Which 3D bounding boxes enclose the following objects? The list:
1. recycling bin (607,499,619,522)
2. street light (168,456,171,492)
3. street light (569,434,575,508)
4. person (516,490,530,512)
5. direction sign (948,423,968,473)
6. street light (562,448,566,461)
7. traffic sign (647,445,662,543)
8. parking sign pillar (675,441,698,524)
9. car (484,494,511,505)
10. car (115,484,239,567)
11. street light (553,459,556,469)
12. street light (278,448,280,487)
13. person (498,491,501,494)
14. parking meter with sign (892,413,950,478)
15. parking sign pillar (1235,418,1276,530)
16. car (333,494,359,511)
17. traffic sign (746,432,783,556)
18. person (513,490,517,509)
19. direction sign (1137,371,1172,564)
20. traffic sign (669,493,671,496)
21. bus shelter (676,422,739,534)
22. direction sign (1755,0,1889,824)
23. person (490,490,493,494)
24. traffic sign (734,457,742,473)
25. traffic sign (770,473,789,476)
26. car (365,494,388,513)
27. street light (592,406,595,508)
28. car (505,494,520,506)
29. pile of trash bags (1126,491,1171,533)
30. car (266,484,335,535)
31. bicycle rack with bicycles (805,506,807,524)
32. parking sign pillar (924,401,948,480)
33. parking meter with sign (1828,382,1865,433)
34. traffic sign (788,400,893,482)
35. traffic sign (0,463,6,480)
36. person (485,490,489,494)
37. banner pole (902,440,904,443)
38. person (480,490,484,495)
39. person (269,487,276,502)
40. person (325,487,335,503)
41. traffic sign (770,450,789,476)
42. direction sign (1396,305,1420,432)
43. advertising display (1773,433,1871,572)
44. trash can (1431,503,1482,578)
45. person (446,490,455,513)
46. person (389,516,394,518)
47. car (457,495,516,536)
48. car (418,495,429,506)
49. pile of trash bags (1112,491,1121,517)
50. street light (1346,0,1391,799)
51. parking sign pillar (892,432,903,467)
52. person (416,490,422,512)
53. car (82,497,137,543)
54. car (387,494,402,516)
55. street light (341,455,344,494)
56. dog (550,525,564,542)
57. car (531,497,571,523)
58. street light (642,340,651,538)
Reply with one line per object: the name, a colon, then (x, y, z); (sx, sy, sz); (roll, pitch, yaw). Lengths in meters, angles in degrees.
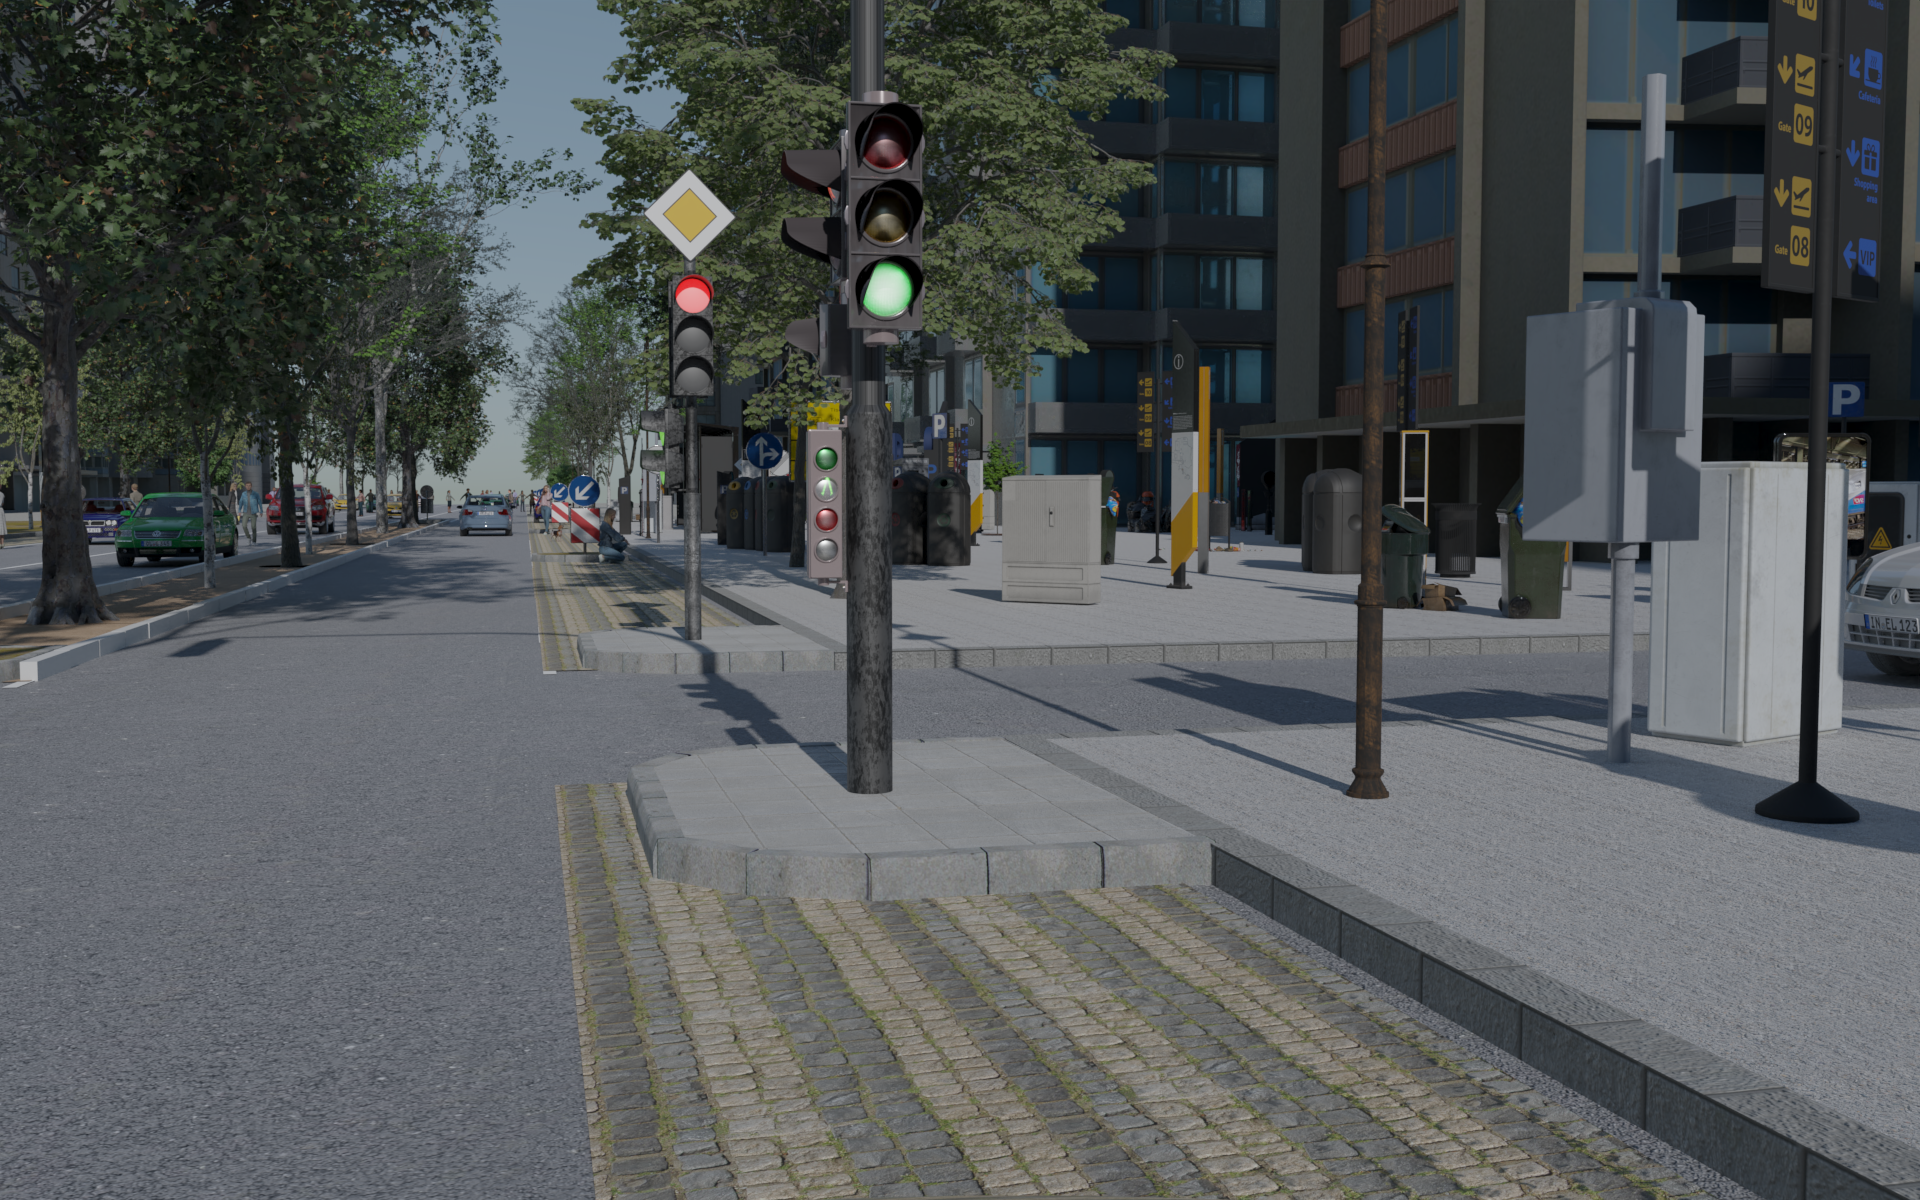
recycling bin: (-16.138, -4.205, 81.301); (0.722, 1.027, 0.722); (0, 4, 5)
street light: (-38.902, -6.873, 85.158); (0.468, 5.910, 1.993); (-1, 4, -14)
street light: (-27.859, -9.286, 124.614); (0.468, 5.910, 1.993); (-1, 4, -14)
person: (-35.289, -7.986, 139.796); (1.217, 1.735, 0.721); (-3, 4, -38)
direction sign: (-0.081, -3.891, 55.616); (0.876, 3.537, 0.379); (0, 4, 2)
street light: (-37.171, -11.601, 162.470); (0.468, 5.910, 1.993); (-1, 4, -14)
traffic sign: (-7.889, -2.761, 45.246); (0.768, 2.556, 0.104); (-1, 4, -13)
parking sign pillar: (-11.733, -5.324, 75.519); (1.447, 3.967, 1.447); (1, 4, 10)
car: (-29.045, -5.876, 107.876); (2.131, 1.459, 4.920); (-1, 4, -16)
car: (-16.122, -1.649, 35.761); (1.959, 1.807, 4.718); (-1, 4, -14)
street light: (-47.967, -14.196, 204.894); (0.468, 5.910, 1.993); (-1, 4, -14)
street light: (-48.343, -9.186, 122.981); (0.468, 5.910, 1.993); (-1, 4, -14)
person: (-58.377, -12.903, 219.469); (0.705, 1.822, 1.348); (3, 5, 43)
parking meter with sign: (-1.077, -2.486, 36.900); (1.738, 3.016, 0.543); (-3, 4, -36)
parking sign pillar: (10.572, -4.487, 61.833); (1.447, 3.967, 1.447); (0, 4, -1)
car: (-52.360, -8.418, 147.864); (2.015, 1.641, 3.980); (-1, 4, -13)
traffic sign: (-4.051, -2.191, 35.936); (0.768, 2.556, 0.104); (0, 4, -8)
person: (-43.470, -9.809, 168.742); (0.599, 1.838, 0.709); (2, 4, 25)
direction sign: (3.660, -2.449, 32.031); (0.876, 3.537, 0.379); (3, 4, 36)
traffic sign: (-15.080, -5.501, 90.040); (0.768, 2.556, 0.104); (-1, 4, -9)
bus shelter: (-8.655, -4.142, 59.000); (1.731, 3.624, 6.357); (-1, 4, -14)
direction sign: (3.379, -0.906, 6.806); (0.876, 3.537, 0.379); (-3, 4, -37)
person: (-51.363, -11.072, 189.401); (0.599, 1.838, 0.709); (0, 4, 3)
traffic sign: (-5.445, -2.668, 44.807); (0.795, 2.450, 0.064); (-1, 4, -9)
traffic sign: (-6.029, -3.482, 56.936); (0.884, 2.594, 0.081); (-1, 4, -11)
car: (-45.017, -7.498, 134.392); (2.131, 1.459, 4.920); (-1, 4, -14)
street light: (-18.565, -7.035, 87.807); (0.468, 5.910, 1.993); (-1, 4, -14)
car: (-54.024, -12.024, 208.381); (2.131, 1.459, 4.920); (-1, 4, -16)
pile of trash bags: (6.584, -2.999, 58.792); (1.912, 1.369, 3.447); (0, 4, -4)
car: (-23.931, -3.319, 62.941); (2.281, 1.827, 5.304); (-1, 4, -16)
bicycle rack with bicycles: (-6.080, -3.696, 73.809); (2.852, 0.926, 2.925); (-3, 4, -39)
parking sign pillar: (-0.691, -3.746, 49.716); (1.447, 3.967, 1.447); (1, 4, 12)
parking meter with sign: (13.943, -1.929, 27.807); (0.543, 3.016, 1.738); (1, 4, 13)
traffic sign: (-2.596, -2.682, 37.717); (2.265, 3.308, 0.079); (-1, 4, -11)
traffic sign: (-37.403, -4.102, 67.174); (0.768, 2.556, 0.104); (-1, 4, -12)
person: (-32.899, -6.822, 120.767); (1.217, 1.743, 0.721); (-3, 5, -40)
banner pole: (-2.709, -4.945, 70.870); (0.863, 3.779, 0.401); (0, 4, -6)
person: (-47.505, -10.038, 172.556); (0.705, 1.831, 1.348); (2, 4, 29)
person: (-39.334, -5.566, 99.367); (0.709, 1.838, 0.599); (-2, 4, -25)
person: (-36.884, -5.642, 100.715); (1.348, 1.831, 0.705); (2, 4, 30)
traffic sign: (-5.187, -3.044, 49.868); (0.768, 2.556, 0.104); (-1, 4, -10)
direction sign: (5.492, -1.792, 21.296); (0.379, 3.537, 0.876); (0, 4, -1)
advertising display: (9.123, -0.805, 18.378); (0.974, 1.923, 0.123); (0, 4, 0)
trash can: (7.618, -0.915, 26.614); (0.748, 1.137, 0.748); (0, 3, 0)
person: (-38.748, -7.485, 131.666); (0.721, 1.735, 1.217); (1, 4, 13)
person: (-34.181, -5.640, 103.979); (1.065, 1.426, 0.557); (3, 4, 39)
car: (-16.432, -2.941, 60.085); (2.014, 1.417, 4.499); (-1, 4, -14)
car: (-58.789, -10.830, 189.432); (2.083, 1.381, 4.827); (-1, 4, -13)
pile of trash bags: (3.573, -2.898, 57.140); (3.447, 1.369, 1.912); (0, 4, 6)
street light: (1.733, -2.104, 7.182); (0.468, 5.910, 1.993); (-1, 4, -14)
parking sign pillar: (-2.196, -4.111, 55.683); (1.447, 3.967, 1.447); (1, 4, 12)
person: (-43.404, -7.900, 138.190); (1.217, 1.766, 0.721); (1, 4, 21)
car: (-24.701, -2.286, 49.955); (1.945, 1.354, 3.894); (-1, 4, -16)
car: (-32.962, -5.587, 101.563); (2.015, 1.641, 3.980); (-1, 4, -15)
street light: (-59.115, -11.806, 165.817); (0.468, 5.910, 1.993); (-1, 4, -14)
dog: (-12.096, -1.999, 51.975); (0.540, 0.507, 0.406); (0, 4, 6)
car: (-20.336, -4.503, 86.207); (1.945, 1.354, 3.894); (-1, 4, -13)
street light: (-9.030, -4.723, 50.006); (0.468, 5.910, 1.993); (-1, 4, -14)
